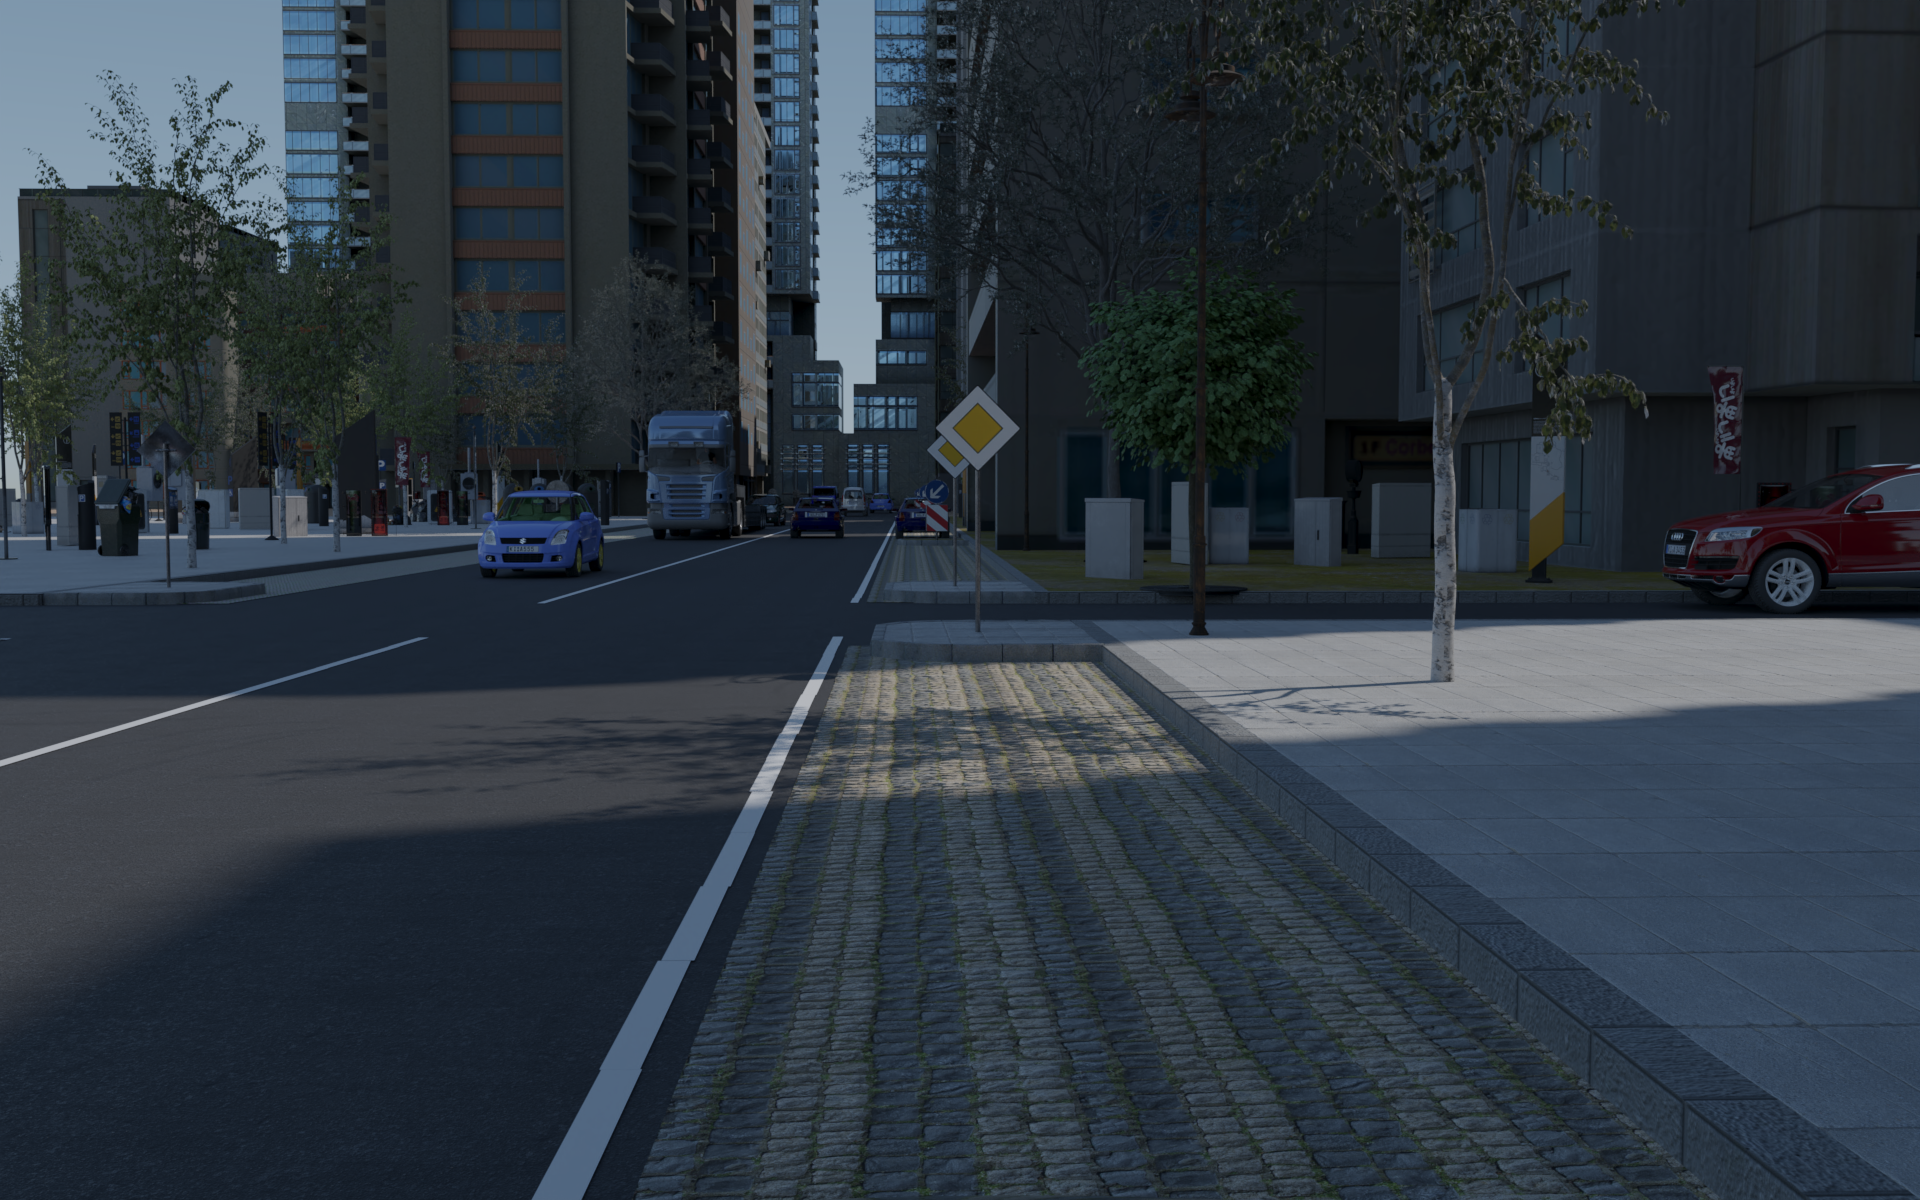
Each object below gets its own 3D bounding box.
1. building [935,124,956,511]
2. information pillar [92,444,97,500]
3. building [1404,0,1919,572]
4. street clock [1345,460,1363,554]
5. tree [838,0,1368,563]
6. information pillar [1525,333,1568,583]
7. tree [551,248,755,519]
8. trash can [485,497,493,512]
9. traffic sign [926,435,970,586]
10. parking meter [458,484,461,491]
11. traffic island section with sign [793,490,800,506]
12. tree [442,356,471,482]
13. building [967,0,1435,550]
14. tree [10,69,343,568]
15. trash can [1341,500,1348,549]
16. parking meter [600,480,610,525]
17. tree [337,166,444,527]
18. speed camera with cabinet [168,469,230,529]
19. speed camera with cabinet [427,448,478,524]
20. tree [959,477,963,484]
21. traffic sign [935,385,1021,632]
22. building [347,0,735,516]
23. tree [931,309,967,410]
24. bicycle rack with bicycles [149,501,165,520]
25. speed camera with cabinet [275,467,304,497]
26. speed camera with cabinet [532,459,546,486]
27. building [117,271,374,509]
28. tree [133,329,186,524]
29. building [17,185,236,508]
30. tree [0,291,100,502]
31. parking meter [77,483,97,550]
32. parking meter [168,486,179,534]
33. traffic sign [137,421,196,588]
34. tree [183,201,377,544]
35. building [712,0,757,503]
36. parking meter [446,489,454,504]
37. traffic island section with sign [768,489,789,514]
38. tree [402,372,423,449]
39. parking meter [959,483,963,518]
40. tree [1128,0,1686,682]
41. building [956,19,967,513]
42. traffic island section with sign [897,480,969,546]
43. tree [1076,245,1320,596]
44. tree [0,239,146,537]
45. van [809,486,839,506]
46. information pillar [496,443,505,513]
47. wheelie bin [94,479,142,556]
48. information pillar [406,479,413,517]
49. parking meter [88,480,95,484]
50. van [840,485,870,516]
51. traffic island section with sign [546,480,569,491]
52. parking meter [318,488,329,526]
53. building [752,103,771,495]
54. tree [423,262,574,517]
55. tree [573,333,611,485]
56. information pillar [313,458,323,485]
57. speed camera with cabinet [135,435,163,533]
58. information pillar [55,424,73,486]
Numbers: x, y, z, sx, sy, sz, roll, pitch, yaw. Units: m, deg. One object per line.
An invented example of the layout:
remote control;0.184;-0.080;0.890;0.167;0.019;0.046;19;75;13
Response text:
building;5.234;-22.418;138.237;14.160;30.474;14.107;0;4;-2
information pillar;-40.540;-5.492;81.149;0.183;3.616;0.504;-1;4;-15
building;16.755;-21.221;30.562;14.086;41.232;14.154;0;4;-2
street clock;8.410;-1.984;37.002;0.358;2.002;0.471;2;4;35
tree;2.851;-7.454;32.238;12.009;13.543;11.850;0;3;0
information pillar;8.435;-2.050;24.875;0.504;3.616;0.183;2;4;35
tree;-15.725;-10.846;87.709;12.009;13.543;11.850;0;3;0
trash can;-24.058;-4.723;88.875;0.748;1.137;0.748;0;3;0
traffic sign;-0.072;-1.246;24.018;0.795;2.450;0.064;0;4;-2
parking meter;-26.541;-5.300;92.374;0.399;1.863;0.255;-1;4;-8
traffic island section with sign;-14.351;-8.810;152.663;1.989;1.847;2.006;0;4;-2
tree;-21.195;-7.102;66.477;4.737;8.622;4.395;0;3;0
building;11.186;-26.004;48.872;21.300;48.544;21.600;0;4;-2
tree;-13.529;-4.851;29.679;4.737;8.622;4.395;0;3;0
trash can;8.319;-1.661;38.810;0.748;1.137;0.748;0;3;0
parking meter;-14.533;-3.986;70.887;0.255;1.863;0.399;1;4;12
tree;-14.054;-5.366;38.100;4.737;8.622;4.395;0;3;0
speed camera with cabinet;-28.209;-4.270;64.149;2.038;3.252;0.660;-1;4;-9
speed camera with cabinet;-21.540;-4.843;73.512;2.038;3.252;0.660;-1;4;-12
tree;0.639;-6.558;101.830;1.663;3.219;1.824;0;3;0
traffic sign;0.163;-0.758;16.036;0.795;2.450;0.064;0;4;-2
building;-26.550;-27.990;112.256;22.147;44.769;28.867;0;4;-2
tree;1.062;-7.029;65.288;4.360;8.622;3.978;0;3;0
bicycle rack with bicycles;-39.691;-4.368;84.796;2.852;0.926;2.925;-2;4;-31
speed camera with cabinet;-23.758;-4.103;61.423;0.660;3.252;2.038;-2;4;-32
speed camera with cabinet;-23.221;-6.367;98.441;2.038;3.252;0.660;0;4;1
building;-56.776;-19.259;159.931;28.899;21.520;27.650;0;4;-2
tree;-33.649;-7.583;74.350;4.360;8.622;3.978;0;3;0
building;-79.467;-24.118;166.035;14.107;30.474;14.160;0;4;-2
tree;-33.379;-6.878;62.812;4.360;8.622;3.978;0;3;0
parking meter;-20.048;-1.917;39.758;0.372;1.533;0.369;0;3;0
parking meter;-25.473;-2.909;55.969;0.372;1.533;0.369;0;3;0
traffic sign;-10.862;-1.228;23.723;0.795;2.450;0.064;0;4;-2
tree;-17.261;-5.765;44.613;4.360;8.622;3.978;0;3;0
building;-23.427;-29.608;134.203;14.600;45.320;14.200;0;4;-2
parking meter;-25.937;-4.872;88.061;0.372;1.533;0.369;0;3;0
traffic island section with sign;-13.556;-7.162;125.719;1.989;1.847;2.006;0;4;-2
tree;-28.778;-8.914;96.105;4.360;8.622;3.978;0;3;0
parking meter;0.133;-5.393;93.887;0.255;1.863;0.399;-3;4;-37
tree;3.142;-3.736;11.451;4.360;8.622;3.978;0;3;0
building;10.249;-35.111;116.068;21.231;58.520;28.212;0;4;-2
traffic island section with sign;-0.767;-2.450;48.684;1.989;1.847;2.006;0;4;-2
tree;3.189;-2.407;23.072;4.285;4.588;4.351;0;3;0
tree;-28.062;-6.218;52.027;4.737;8.622;4.395;0;3;0
van;-10.020;-7.585;128.391;2.240;2.365;5.245;0;4;-2
information pillar;-20.818;-5.326;78.435;0.183;3.616;0.504;2;4;23
wheelie bin;-17.460;-1.714;35.933;0.980;1.594;0.693;1;4;20
information pillar;-26.030;-4.722;81.700;0.304;2.012;0.304;2;4;34
parking meter;-36.553;-4.110;72.908;0.255;1.863;0.399;-2;4;-27
van;-6.837;-6.443;112.359;2.013;2.044;4.112;0;4;-1
traffic island section with sign;-11.283;-2.432;48.386;1.989;1.847;2.006;0;4;-2
parking meter;-25.341;-3.703;68.962;0.372;1.533;0.369;0;3;0
building;-29.751;-28.488;157.656;23.993;40.220;32.217;0;4;-2
tree;-14.837;-6.458;55.952;4.360;8.622;3.978;0;3;0
tree;-17.068;-7.582;74.334;4.360;8.622;3.978;0;3;0
information pillar;-34.136;-6.171;92.244;0.504;3.616;0.183;-1;4;-22
speed camera with cabinet;-27.065;-3.840;57.113;0.660;3.252;2.038;0;4;2
information pillar;-29.944;-4.074;57.960;0.504;3.616;0.183;-3;4;-37
